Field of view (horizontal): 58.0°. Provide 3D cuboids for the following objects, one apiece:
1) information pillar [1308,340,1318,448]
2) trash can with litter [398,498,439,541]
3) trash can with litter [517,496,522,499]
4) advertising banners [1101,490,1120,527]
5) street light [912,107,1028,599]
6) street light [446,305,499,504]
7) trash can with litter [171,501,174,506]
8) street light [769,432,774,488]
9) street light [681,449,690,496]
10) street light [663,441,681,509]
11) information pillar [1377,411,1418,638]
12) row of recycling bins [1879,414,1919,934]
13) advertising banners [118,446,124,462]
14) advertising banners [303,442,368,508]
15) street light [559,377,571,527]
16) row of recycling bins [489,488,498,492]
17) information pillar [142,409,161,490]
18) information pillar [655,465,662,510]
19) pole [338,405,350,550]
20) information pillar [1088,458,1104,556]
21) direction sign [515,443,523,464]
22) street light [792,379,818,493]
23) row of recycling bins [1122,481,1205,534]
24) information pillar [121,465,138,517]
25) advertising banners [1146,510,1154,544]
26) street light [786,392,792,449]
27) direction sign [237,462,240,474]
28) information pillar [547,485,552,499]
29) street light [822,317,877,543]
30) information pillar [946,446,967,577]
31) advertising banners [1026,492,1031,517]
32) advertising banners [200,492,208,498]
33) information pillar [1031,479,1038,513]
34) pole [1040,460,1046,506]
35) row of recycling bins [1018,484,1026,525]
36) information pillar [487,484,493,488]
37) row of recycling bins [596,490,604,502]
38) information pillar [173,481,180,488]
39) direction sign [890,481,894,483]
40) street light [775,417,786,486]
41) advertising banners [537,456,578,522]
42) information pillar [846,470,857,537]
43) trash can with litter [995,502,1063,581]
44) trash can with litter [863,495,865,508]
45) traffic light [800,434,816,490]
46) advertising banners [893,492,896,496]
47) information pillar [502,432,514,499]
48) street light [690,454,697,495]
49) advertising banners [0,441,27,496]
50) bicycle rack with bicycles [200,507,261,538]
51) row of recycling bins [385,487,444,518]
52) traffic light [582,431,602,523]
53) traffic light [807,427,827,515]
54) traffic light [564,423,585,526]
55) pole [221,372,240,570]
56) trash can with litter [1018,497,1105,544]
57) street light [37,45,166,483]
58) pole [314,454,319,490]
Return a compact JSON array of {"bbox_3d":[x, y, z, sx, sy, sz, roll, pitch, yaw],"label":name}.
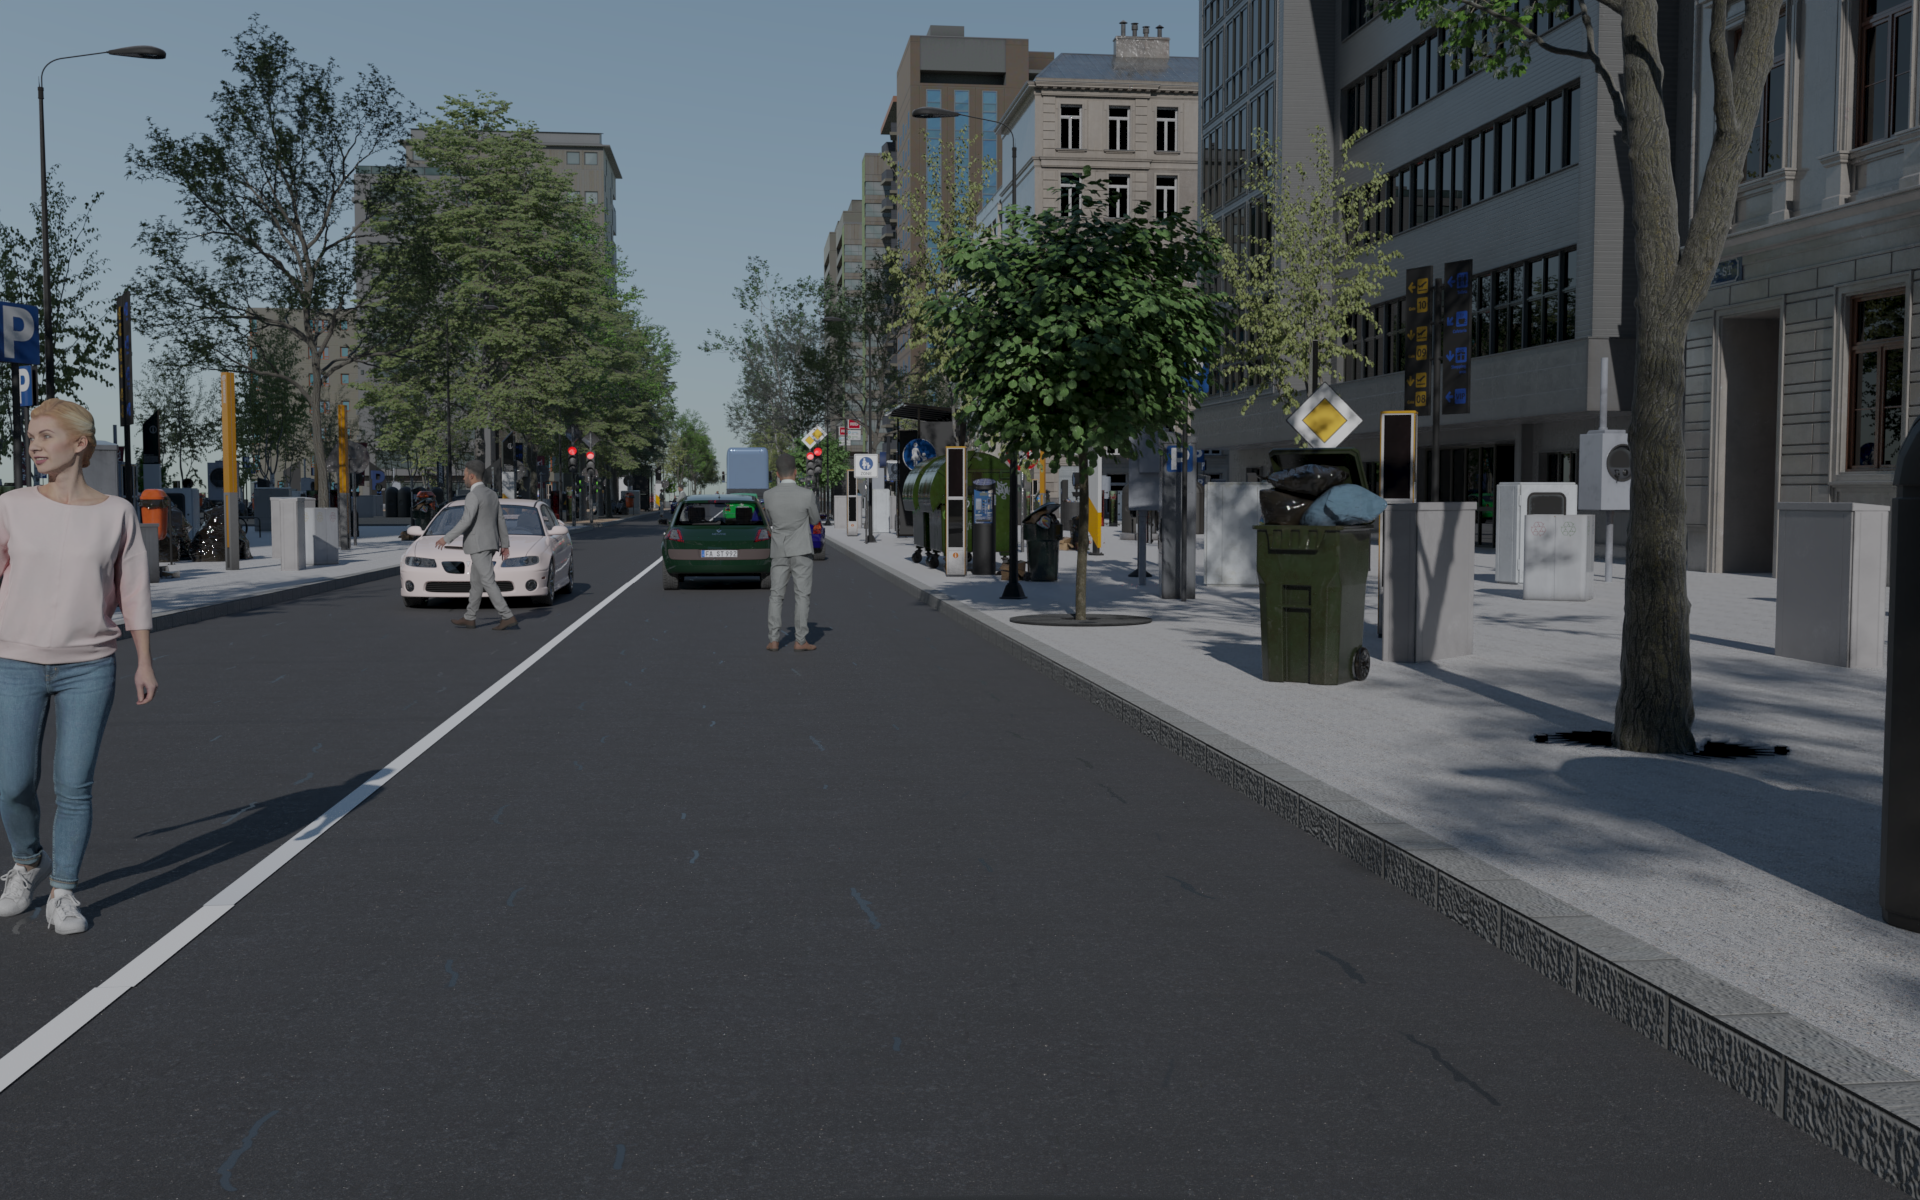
[{"bbox_3d":[5.419,-2.158,26.645,0.183,3.616,0.504,0,4,4],"label":"information pillar"},{"bbox_3d":[-14.990,-2.220,47.679,1.055,1.170,0.624,1,4,18],"label":"trash can with litter"},{"bbox_3d":[-29.417,-6.314,114.620,1.055,1.170,0.624,3,5,40],"label":"trash can with litter"},{"bbox_3d":[5.548,-4.420,68.452,0.090,3.025,2.074,-3,5,-40],"label":"advertising banners"},{"bbox_3d":[0.119,-2.965,21.017,1.470,5.913,1.316,0,4,-7],"label":"street light"},{"bbox_3d":[-12.034,-4.289,42.662,1.470,5.913,1.316,0,4,-7],"label":"street light"},{"bbox_3d":[-19.999,-1.976,43.697,0.624,1.170,1.055,-2,4,-35],"label":"trash can with litter"},{"bbox_3d":[-13.161,-9.515,128.106,1.470,5.913,1.316,0,4,-7],"label":"street light"},{"bbox_3d":[-28.643,-12.500,176.919,1.470,5.913,1.316,0,4,-7],"label":"street light"},{"bbox_3d":[-25.548,-11.000,152.389,1.470,5.913,1.316,0,4,-7],"label":"street light"},{"bbox_3d":[3.904,-0.671,15.457,0.304,2.012,0.304,1,4,19],"label":"information pillar"},{"bbox_3d":[3.646,0.200,3.846,1.069,1.692,3.534,-1,4,-21],"label":"row of recycling bins"},{"bbox_3d":[-31.200,-4.087,63.016,2.074,3.025,0.090,1,4,18],"label":"advertising banners"},{"bbox_3d":[-20.928,-3.787,58.112,2.074,3.025,0.090,-2,4,-25],"label":"advertising banners"},{"bbox_3d":[-14.993,-5.798,67.341,1.470,5.913,1.316,0,4,-7],"label":"street light"},{"bbox_3d":[-31.400,-6.644,115.744,1.069,1.692,3.534,-1,4,-13],"label":"row of recycling bins"},{"bbox_3d":[-22.399,-3.468,48.061,0.504,3.616,0.183,0,4,7],"label":"information pillar"},{"bbox_3d":[-23.945,-8.946,137.615,0.504,3.616,0.183,-1,4,-14],"label":"information pillar"},{"bbox_3d":[-14.121,-2.805,39.704,0.158,3.312,0.155,0,3,0],"label":"pole"},{"bbox_3d":[2.806,-2.740,36.147,0.183,3.616,0.504,-2,4,-27],"label":"information pillar"},{"bbox_3d":[-19.695,-5.164,76.423,0.876,3.537,0.379,0,4,3],"label":"direction sign"},{"bbox_3d":[-5.873,-5.946,69.752,1.470,5.913,1.316,0,4,-7],"label":"street light"},{"bbox_3d":[6.586,-3.011,56.341,1.069,1.692,3.534,-3,4,-38],"label":"row of recycling bins"},{"bbox_3d":[-20.823,-2.382,43.444,0.304,2.012,0.304,-1,4,-15],"label":"information pillar"},{"bbox_3d":[4.909,-3.015,45.476,0.090,3.025,2.074,0,4,-1],"label":"advertising banners"},{"bbox_3d":[-7.036,-6.503,78.858,1.470,5.913,1.316,0,4,-7],"label":"street light"},{"bbox_3d":[-50.317,-7.833,120.073,0.876,3.537,0.379,1,4,14],"label":"direction sign"},{"bbox_3d":[-31.547,-7.866,133.093,0.304,2.012,0.304,-2,4,-35],"label":"information pillar"},{"bbox_3d":[-2.905,-4.469,45.605,1.470,5.913,1.316,0,4,-7],"label":"street light"},{"bbox_3d":[-0.052,-1.368,26.864,0.304,2.012,0.304,0,4,6],"label":"information pillar"},{"bbox_3d":[2.731,-5.559,87.070,2.074,3.025,0.090,0,4,-5],"label":"advertising banners"},{"bbox_3d":[-56.842,-8.275,131.488,2.074,3.025,0.090,1,4,14],"label":"advertising banners"},{"bbox_3d":[3.710,-5.016,86.502,0.304,2.012,0.304,-1,4,-16],"label":"information pillar"},{"bbox_3d":[2.725,-3.866,57.058,0.158,3.312,0.155,0,3,0],"label":"pole"},{"bbox_3d":[0.945,-3.913,71.090,3.534,1.692,1.069,0,4,-4],"label":"row of recycling bins"},{"bbox_3d":[-33.254,-7.225,122.624,0.304,2.012,0.304,1,4,22],"label":"information pillar"},{"bbox_3d":[-28.981,-8.513,146.293,3.534,1.692,1.069,0,4,-6],"label":"row of recycling bins"},{"bbox_3d":[-42.741,-5.507,94.525,0.304,2.012,0.304,0,4,-2],"label":"information pillar"},{"bbox_3d":[-5.150,-8.037,123.395,0.876,3.537,0.379,0,4,1],"label":"direction sign"},{"bbox_3d":[-10.163,-8.038,103.963,1.470,5.913,1.316,0,4,-7],"label":"street light"},{"bbox_3d":[-18.511,-5.084,79.316,2.074,3.025,0.090,-3,4,-37],"label":"advertising banners"},{"bbox_3d":[-3.275,-2.933,52.441,0.304,2.012,0.304,-1,4,-10],"label":"information pillar"},{"bbox_3d":[0.997,-0.866,25.549,1.055,1.170,0.624,3,4,36],"label":"trash can with litter"},{"bbox_3d":[-8.076,-8.664,153.050,1.055,1.170,0.624,1,4,9],"label":"trash can with litter"},{"bbox_3d":[-6.740,-5.430,77.704,0.839,4.253,0.868,0,4,-7],"label":"traffic light"},{"bbox_3d":[-3.766,-6.905,109.080,0.090,3.025,2.074,1,4,20],"label":"advertising banners"},{"bbox_3d":[-16.814,-4.472,64.478,0.183,3.616,0.504,3,4,38],"label":"information pillar"},{"bbox_3d":[-31.711,-14.000,201.448,1.470,5.913,1.316,0,4,-7],"label":"street light"},{"bbox_3d":[-32.768,-3.891,59.801,0.090,3.025,2.074,0,4,-6],"label":"advertising banners"},{"bbox_3d":[-21.716,-2.265,50.417,2.925,0.926,2.852,2,4,27],"label":"bicycle rack with bicycles"},{"bbox_3d":[-29.903,-5.368,94.880,3.534,1.692,1.069,1,4,15],"label":"row of recycling bins"},{"bbox_3d":[-16.275,-5.357,76.503,0.839,4.253,0.868,0,4,-7],"label":"traffic light"},{"bbox_3d":[-5.752,-4.946,69.780,0.839,4.253,0.868,0,4,-7],"label":"traffic light"},{"bbox_3d":[-15.287,-4.872,68.579,0.839,4.253,0.868,0,4,-7],"label":"traffic light"},{"bbox_3d":[-12.271,-2.157,29.117,0.158,3.312,0.155,0,3,0],"label":"pole"},{"bbox_3d":[2.530,-2.056,44.667,2.233,1.210,1.678,1,4,17],"label":"trash can with litter"},{"bbox_3d":[-8.924,-2.783,18.037,1.470,5.913,1.316,0,4,-7],"label":"street light"},{"bbox_3d":[-32.728,-5.767,88.126,0.158,3.312,0.155,0,3,0],"label":"pole"}]
